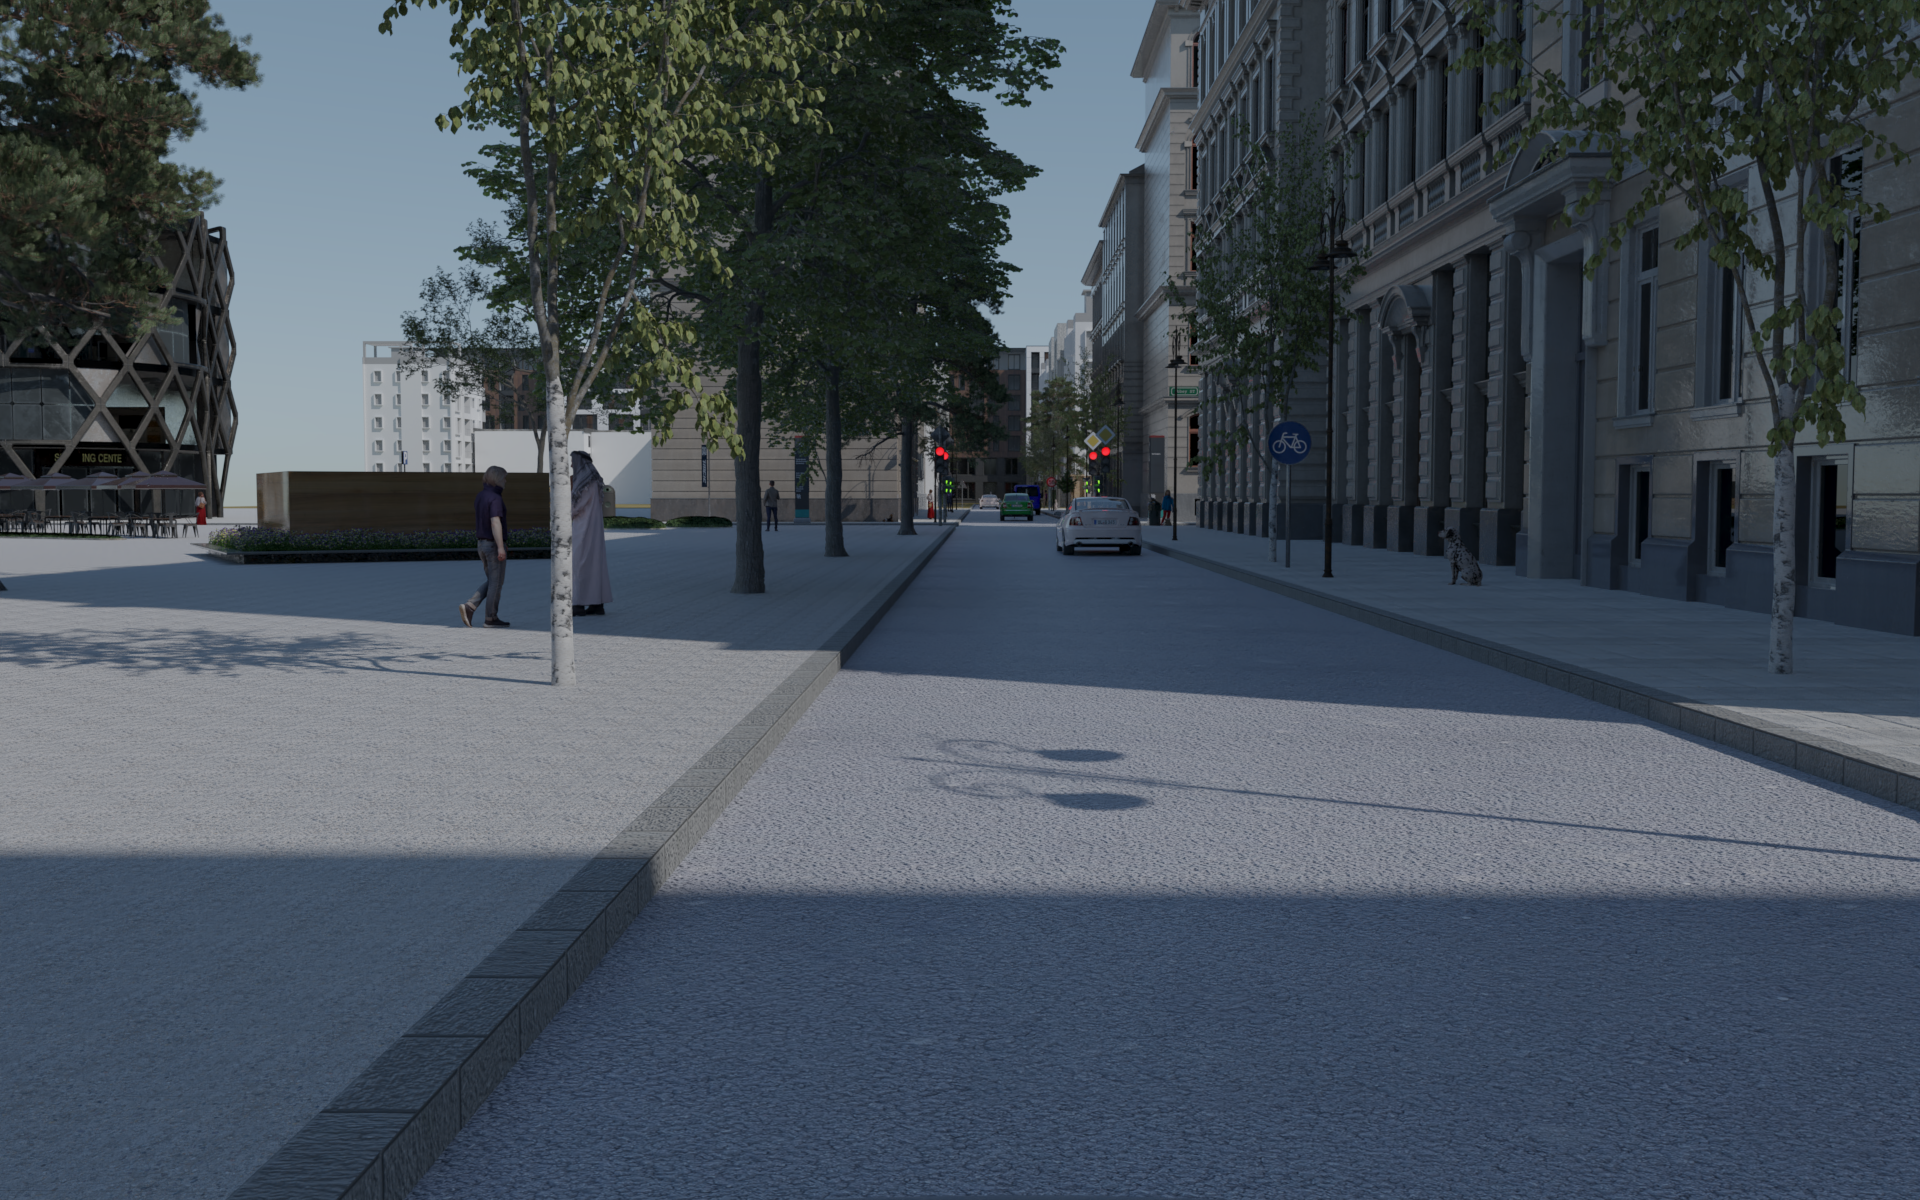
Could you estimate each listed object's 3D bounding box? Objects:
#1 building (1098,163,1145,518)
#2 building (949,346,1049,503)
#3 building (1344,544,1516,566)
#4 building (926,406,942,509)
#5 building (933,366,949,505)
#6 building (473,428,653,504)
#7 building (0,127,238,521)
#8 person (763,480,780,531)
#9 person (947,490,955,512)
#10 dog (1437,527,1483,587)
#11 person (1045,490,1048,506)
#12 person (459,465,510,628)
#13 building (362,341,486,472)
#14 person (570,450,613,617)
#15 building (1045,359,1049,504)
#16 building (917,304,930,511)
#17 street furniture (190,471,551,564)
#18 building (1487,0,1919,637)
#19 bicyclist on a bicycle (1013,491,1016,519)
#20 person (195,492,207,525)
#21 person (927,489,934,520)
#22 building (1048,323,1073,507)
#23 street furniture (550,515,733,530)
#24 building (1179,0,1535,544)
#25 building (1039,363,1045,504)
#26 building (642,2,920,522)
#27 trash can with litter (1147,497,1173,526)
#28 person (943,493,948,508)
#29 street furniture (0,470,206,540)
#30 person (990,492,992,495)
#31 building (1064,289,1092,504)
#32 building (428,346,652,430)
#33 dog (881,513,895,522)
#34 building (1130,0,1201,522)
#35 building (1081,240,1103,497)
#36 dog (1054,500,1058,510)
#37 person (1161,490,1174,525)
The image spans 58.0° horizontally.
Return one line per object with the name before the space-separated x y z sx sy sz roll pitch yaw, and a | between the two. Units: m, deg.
building | 13.626 -15.508 102.707 9.793 20.994 18.267 0 4 1
building | 7.146 -24.965 252.149 32.646 21.610 27.936 0 4 1
building | 14.446 -12.715 36.765 11.050 23.489 19.941 0 4 1
building | -6.586 -13.760 167.125 9.099 9.664 28.070 0 4 1
building | -17.290 -21.529 218.462 31.486 18.905 16.747 0 4 1
building | -47.439 -17.209 223.507 28.070 9.664 9.099 0 4 1
building | -46.645 -13.474 87.755 16.811 18.784 16.820 0 4 1
person | -6.529 -3.257 59.831 0.617 1.759 0.750 -1 4 -15
person | -0.629 -7.339 125.900 0.599 1.838 0.709 -3 4 -38
dog | 7.098 -0.607 24.297 0.513 0.831 0.800 -1 4 -10
person | 9.534 -11.226 190.273 0.721 1.739 1.217 1 4 20
person | -4.551 -0.513 16.635 0.471 1.553 0.569 0 4 -2
building | -67.496 -22.235 219.958 11.380 20.091 16.016 0 4 1
person | -3.982 -0.709 18.301 0.621 1.740 0.551 -2 4 -26
building | 18.784 -21.553 208.813 16.016 20.091 11.380 0 4 1
building | -9.218 -21.427 137.728 14.401 28.519 23.554 0 4 1
street furniture | -12.600 -1.717 34.921 9.812 1.723 11.010 -2 4 -29
building | 14.824 -14.110 16.606 13.634 28.700 20.117 0 4 1
bicyclist on a bicycle | 3.190 -5.613 101.791 1.499 1.676 1.625 0 4 1
person | -32.128 -3.811 73.270 0.523 1.526 0.387 2 4 23
person | -1.470 -4.800 86.982 0.387 1.526 0.523 -1 4 -21
building | 18.525 -19.633 187.459 16.747 18.905 31.486 0 4 1
street furniture | -13.875 -3.041 65.340 10.072 0.657 5.734 1 4 10
building | 13.772 -13.946 56.903 11.050 23.489 19.941 0 4 1
building | 18.099 -22.249 220.182 16.016 20.091 11.380 0 4 1
building | -8.304 -17.971 91.087 12.463 27.353 25.104 0 4 1
trash can with litter | 8.102 -3.582 69.954 1.055 1.170 0.624 0 4 -3
person | -1.075 -7.944 136.754 0.655 1.722 0.431 1 4 20
street furniture | -35.126 -3.106 55.808 14.083 1.986 27.439 -3 5 -44
person | 4.104 -13.124 223.811 0.721 1.736 1.217 1 4 18
building | 18.045 -18.916 165.689 16.016 20.091 11.380 0 4 1
building | -58.566 -24.989 252.551 32.646 21.610 27.936 0 4 1
dog | -3.301 -3.737 78.840 0.748 0.427 0.550 1 4 13
building | 20.690 -18.216 85.217 23.554 28.519 14.401 0 4 1
building | 14.548 -17.209 132.270 10.553 20.767 40.483 0 4 1
dog | 7.745 -7.815 142.162 0.800 0.831 0.513 -3 4 -39
person | 8.676 -3.821 72.676 0.593 1.614 0.444 1 4 14
